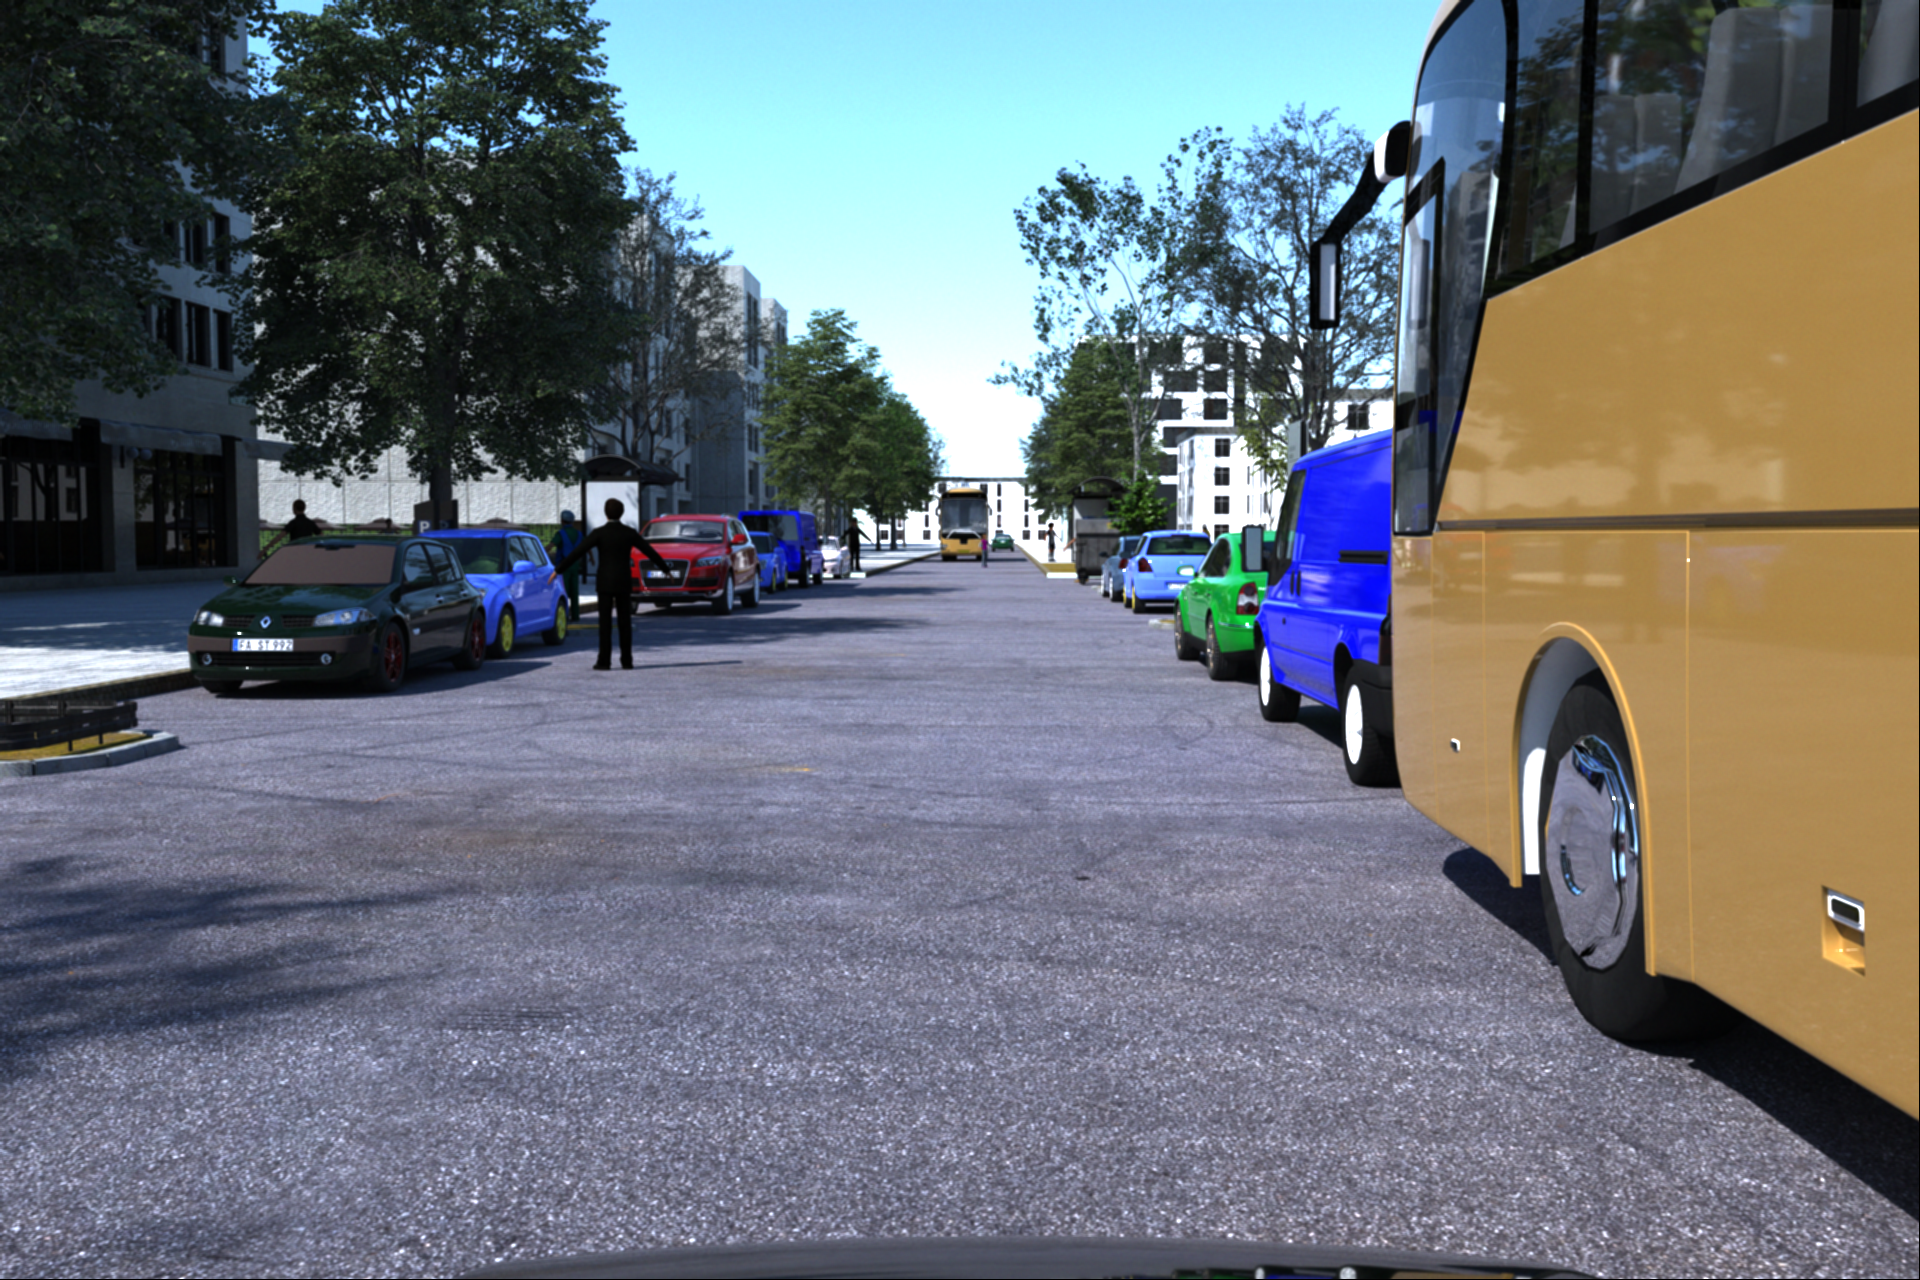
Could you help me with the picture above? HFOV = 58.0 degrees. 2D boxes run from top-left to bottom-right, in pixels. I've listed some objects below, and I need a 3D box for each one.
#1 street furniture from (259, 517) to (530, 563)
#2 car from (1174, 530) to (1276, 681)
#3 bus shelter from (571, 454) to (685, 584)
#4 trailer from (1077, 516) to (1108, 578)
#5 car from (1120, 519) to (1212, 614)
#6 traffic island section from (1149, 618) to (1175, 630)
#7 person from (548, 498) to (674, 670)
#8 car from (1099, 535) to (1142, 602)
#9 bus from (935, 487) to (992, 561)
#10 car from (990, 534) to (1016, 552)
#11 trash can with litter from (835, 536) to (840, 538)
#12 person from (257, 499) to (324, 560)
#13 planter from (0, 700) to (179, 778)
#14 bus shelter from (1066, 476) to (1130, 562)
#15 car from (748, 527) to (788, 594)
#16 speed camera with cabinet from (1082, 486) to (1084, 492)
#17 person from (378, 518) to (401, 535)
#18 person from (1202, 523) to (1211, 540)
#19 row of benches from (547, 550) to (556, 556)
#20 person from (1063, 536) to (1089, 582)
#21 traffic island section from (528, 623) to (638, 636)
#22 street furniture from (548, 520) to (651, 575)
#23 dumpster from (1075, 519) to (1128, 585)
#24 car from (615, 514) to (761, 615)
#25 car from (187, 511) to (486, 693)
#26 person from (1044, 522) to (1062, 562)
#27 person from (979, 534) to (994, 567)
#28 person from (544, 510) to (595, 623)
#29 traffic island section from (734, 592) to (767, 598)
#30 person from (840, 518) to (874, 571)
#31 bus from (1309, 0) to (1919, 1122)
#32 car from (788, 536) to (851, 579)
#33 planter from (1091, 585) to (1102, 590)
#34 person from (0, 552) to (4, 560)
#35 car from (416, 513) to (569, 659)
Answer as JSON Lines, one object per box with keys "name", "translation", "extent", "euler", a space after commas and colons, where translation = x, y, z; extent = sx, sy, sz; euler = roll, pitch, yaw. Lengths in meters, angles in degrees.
{"name": "street furniture", "translation": [-32.175, -3.906, 68.897], "extent": [27.439, 1.986, 14.083], "euler": [1, 4, 10]}
{"name": "car", "translation": [3.339, -0.581, 18.297], "extent": [1.959, 1.807, 4.718], "euler": [0, 4, 0]}
{"name": "bus shelter", "translation": [-8.881, -3.231, 46.743], "extent": [2.014, 3.302, 5.546], "euler": [0, 4, 1]}
{"name": "trailer", "translation": [4.532, -3.042, 56.788], "extent": [1.471, 1.999, 3.904], "euler": [0, 4, 1]}
{"name": "car", "translation": [3.982, -1.397, 32.433], "extent": [1.945, 1.707, 3.694], "euler": [0, 4, 2]}
{"name": "traffic island section", "translation": [3.944, -0.238, 26.759], "extent": [1.991, 0.108, 1.994], "euler": [0, 4, 1]}
{"name": "person", "translation": [-3.663, -0.592, 18.316], "extent": [1.347, 1.806, 0.705], "euler": [-2, 4, -24]}
{"name": "car", "translation": [4.065, -1.578, 37.801], "extent": [2.014, 1.417, 4.499], "euler": [0, 4, 1]}
{"name": "bus", "translation": [0.307, -6.261, 93.916], "extent": [2.896, 3.916, 12.252], "euler": [0, 4, 1]}
{"name": "car", "translation": [3.525, -7.962, 141.981], "extent": [2.131, 1.459, 4.920], "euler": [0, 4, 2]}
{"name": "trash can with litter", "translation": [-4.610, -3.411, 66.820], "extent": [1.678, 1.210, 2.233], "euler": [0, 4, 2]}
{"name": "person", "translation": [-9.963, -1.217, 26.120], "extent": [0.705, 1.803, 1.348], "euler": [2, 4, 31]}
{"name": "planter", "translation": [-6.208, 0.616, 11.071], "extent": [1.991, 0.319, 1.994], "euler": [0, 4, 1]}
{"name": "bus shelter", "translation": [4.995, -4.255, 63.493], "extent": [2.014, 3.302, 5.546], "euler": [0, 4, 1]}
{"name": "car", "translation": [-5.252, -2.021, 42.639], "extent": [1.945, 1.707, 3.694], "euler": [0, 4, 1]}
{"name": "speed camera with cabinet", "translation": [5.213, -4.637, 70.152], "extent": [0.660, 3.252, 2.038], "euler": [0, 4, 0]}
{"name": "person", "translation": [-16.539, -2.656, 50.229], "extent": [1.217, 1.737, 0.721], "euler": [-2, 4, -24]}
{"name": "person", "translation": [12.948, -5.264, 91.837], "extent": [0.705, 1.858, 1.354], "euler": [3, 5, 42]}
{"name": "row of benches", "translation": [-15.911, -3.179, 67.443], "extent": [1.422, 0.672, 4.104], "euler": [2, 4, 27]}
{"name": "person", "translation": [3.645, -2.643, 51.529], "extent": [1.347, 1.847, 0.705], "euler": [-3, 4, -36]}
{"name": "traffic island section", "translation": [-5.787, -0.146, 25.248], "extent": [1.991, 0.108, 1.994], "euler": [0, 4, 2]}
{"name": "street furniture", "translation": [-11.781, -3.078, 57.176], "extent": [9.812, 1.723, 11.010], "euler": [0, 4, -1]}
{"name": "dumpster", "translation": [4.168, -2.507, 49.200], "extent": [1.865, 1.857, 1.264], "euler": [0, 4, 1]}
{"name": "car", "translation": [-5.010, -1.448, 32.350], "extent": [2.281, 1.827, 5.304], "euler": [0, 4, 2]}
{"name": "car", "translation": [-5.948, -0.435, 16.900], "extent": [2.009, 1.686, 4.222], "euler": [0, 4, 1]}
{"name": "person", "translation": [4.277, -4.545, 80.457], "extent": [0.704, 1.843, 1.345], "euler": [3, 4, 38]}
{"name": "person", "translation": [1.108, -3.829, 74.320], "extent": [0.599, 1.433, 0.991], "euler": [3, 5, 40]}
{"name": "person", "translation": [-6.359, -1.186, 27.973], "extent": [0.704, 1.817, 1.347], "euler": [2, 4, 34]}
{"name": "traffic island section", "translation": [-5.475, -1.033, 39.752], "extent": [1.991, 0.108, 1.994], "euler": [0, 4, 1]}
{"name": "person", "translation": [-3.658, -3.332, 60.414], "extent": [1.347, 1.837, 0.705], "euler": [-2, 4, -28]}
{"name": "bus", "translation": [2.988, -0.619, 1.675], "extent": [2.896, 3.916, 12.252], "euler": [0, 3, 0]}
{"name": "car", "translation": [-4.621, -2.700, 56.499], "extent": [2.083, 1.381, 4.827], "euler": [0, 4, 2]}
{"name": "planter", "translation": [4.398, -1.438, 44.646], "extent": [1.991, 0.319, 1.994], "euler": [0, 4, 2]}
{"name": "person", "translation": [-14.681, -1.183, 25.405], "extent": [0.705, 1.821, 1.348], "euler": [1, 4, 21]}
{"name": "car", "translation": [-6.000, -0.701, 21.054], "extent": [1.945, 1.707, 3.694], "euler": [0, 4, 2]}
